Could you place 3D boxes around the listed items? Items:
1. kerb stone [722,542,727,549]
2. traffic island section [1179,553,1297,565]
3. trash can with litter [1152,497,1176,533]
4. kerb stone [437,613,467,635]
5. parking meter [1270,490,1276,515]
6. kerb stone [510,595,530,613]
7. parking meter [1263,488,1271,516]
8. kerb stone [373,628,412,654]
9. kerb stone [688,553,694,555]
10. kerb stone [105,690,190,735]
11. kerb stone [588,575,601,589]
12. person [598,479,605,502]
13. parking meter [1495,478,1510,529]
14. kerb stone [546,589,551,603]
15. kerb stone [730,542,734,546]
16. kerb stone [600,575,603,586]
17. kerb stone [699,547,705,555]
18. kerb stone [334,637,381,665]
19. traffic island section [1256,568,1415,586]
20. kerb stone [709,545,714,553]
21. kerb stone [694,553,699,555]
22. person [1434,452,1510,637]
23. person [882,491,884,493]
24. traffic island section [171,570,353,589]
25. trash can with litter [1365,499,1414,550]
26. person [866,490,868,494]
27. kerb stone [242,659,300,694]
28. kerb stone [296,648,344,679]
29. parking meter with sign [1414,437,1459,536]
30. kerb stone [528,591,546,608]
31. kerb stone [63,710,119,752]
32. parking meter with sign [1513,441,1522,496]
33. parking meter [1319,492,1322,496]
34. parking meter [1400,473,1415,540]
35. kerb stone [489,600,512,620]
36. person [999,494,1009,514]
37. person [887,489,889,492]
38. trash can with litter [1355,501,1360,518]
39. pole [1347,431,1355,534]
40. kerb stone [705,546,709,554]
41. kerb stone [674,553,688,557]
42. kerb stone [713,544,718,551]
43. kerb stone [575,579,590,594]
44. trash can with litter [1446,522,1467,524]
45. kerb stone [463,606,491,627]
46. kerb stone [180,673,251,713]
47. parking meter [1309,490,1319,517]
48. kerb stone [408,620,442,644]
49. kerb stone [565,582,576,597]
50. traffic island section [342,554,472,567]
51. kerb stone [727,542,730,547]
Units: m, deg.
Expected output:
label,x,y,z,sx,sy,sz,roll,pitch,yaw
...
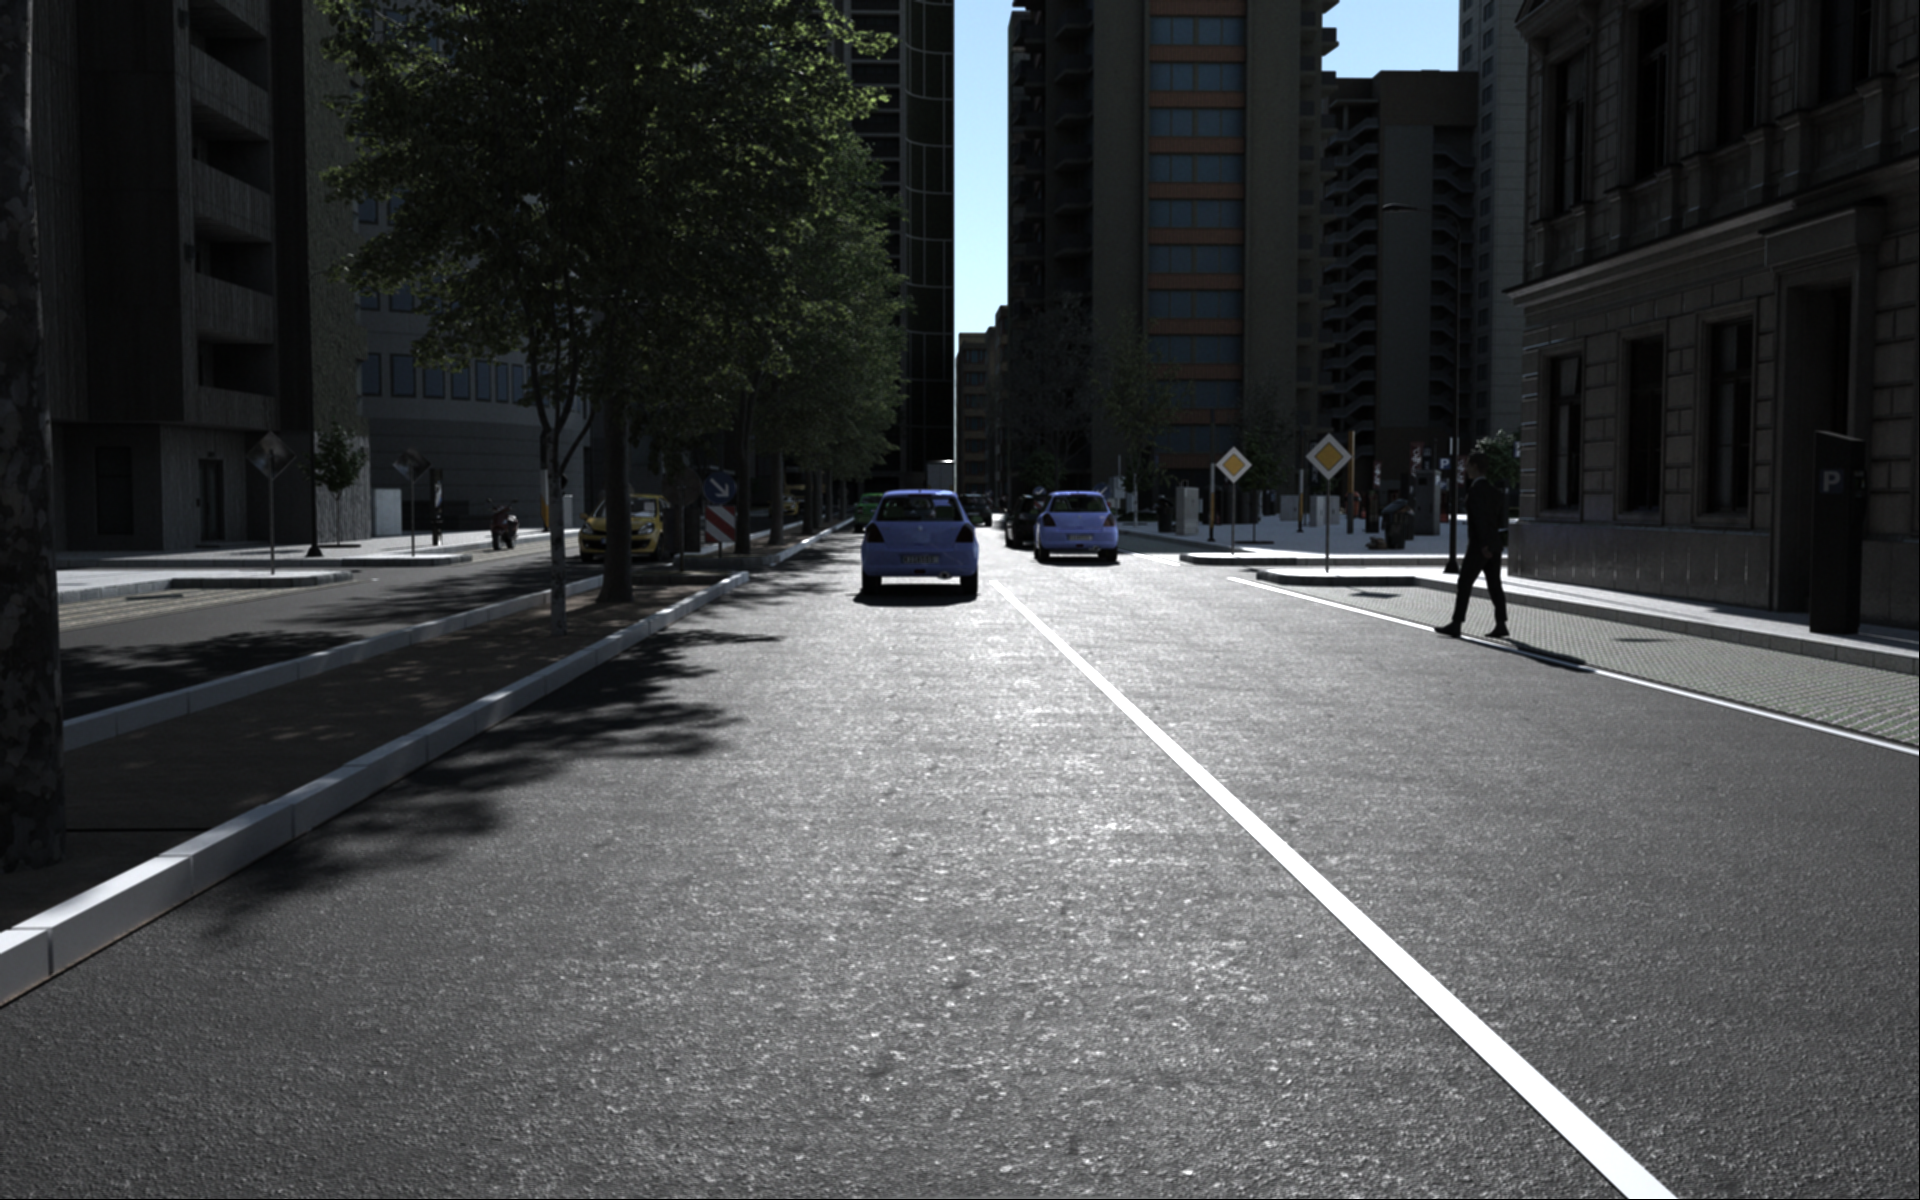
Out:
label,x,y,z,sx,sy,sz,roll,pitch,yaw
kerb stone,-6.241,-1.393,45.031,0.120,0.150,1.000,0,4,-2
traffic island section,5.720,-0.851,36.197,2.009,0.180,2.903,0,4,-2
trash can with litter,6.968,-2.835,57.746,1.055,1.170,0.624,-3,5,-40
kerb stone,-5.295,0.265,17.870,0.120,0.150,1.000,0,4,-2
parking meter,18.926,-5.896,104.804,0.372,1.533,0.369,0,3,0
kerb stone,-5.403,0.076,20.953,0.120,0.150,1.000,0,4,-2
parking meter,18.083,-5.889,101.998,0.399,1.863,0.255,-1,4,-22
kerb stone,-5.229,0.390,15.827,0.120,0.150,1.000,0,4,-2
kerb stone,-5.996,-0.948,37.867,0.120,0.150,1.000,0,4,-2
kerb stone,-5.046,0.702,10.711,0.120,0.150,1.000,0,4,-2
kerb stone,-5.585,-0.237,26.077,0.120,0.150,1.000,0,4,-2
person,-8.567,-2.051,42.135,0.767,1.812,0.694,0,4,-5
parking meter,20.013,-3.551,63.770,0.399,1.863,0.255,-3,4,-37
kerb stone,-5.462,-0.046,22.997,0.120,0.150,1.000,0,4,-2
kerb stone,-6.308,-1.517,47.080,0.120,0.150,1.000,0,4,-2
kerb stone,-5.617,-0.300,27.101,0.120,0.150,1.000,0,4,-2
kerb stone,-6.065,-1.084,39.920,0.120,0.150,1.000,0,4,-2
kerb stone,-5.187,0.452,14.804,0.120,0.150,1.000,0,4,-2
traffic island section,5.999,-0.363,28.217,2.009,0.180,2.903,0,4,-2
kerb stone,-6.133,-1.206,41.966,0.120,0.150,1.000,0,4,-2
kerb stone,-6.029,-1.017,38.898,0.120,0.150,1.000,0,4,-2
person,5.129,-0.550,17.264,0.659,1.850,0.755,-3,5,-42
person,-7.991,-10.376,178.860,1.217,1.743,0.721,-1,4,-19
traffic island section,-10.983,-0.327,27.630,2.009,0.180,2.903,0,4,-2
trash can with litter,9.936,-1.755,40.084,1.055,1.170,0.624,-2,4,-31
person,-9.947,-10.866,186.182,1.348,1.821,0.705,1,4,15
kerb stone,-5.114,0.578,12.754,0.120,0.150,1.000,0,4,-2
kerb stone,-5.148,0.520,13.783,0.120,0.150,1.000,0,4,-2
parking meter with sign,14.538,-3.519,53.802,1.738,3.016,0.543,3,5,44
kerb stone,-5.443,0.014,21.974,0.120,0.150,1.000,0,4,-2
kerb stone,-5.006,0.765,9.683,0.120,0.150,1.000,0,4,-2
parking meter with sign,18.521,-3.674,56.328,0.543,3.016,1.738,0,4,-1
parking meter,22.385,-6.241,107.755,0.255,1.863,0.399,2,4,23
parking meter,12.433,-2.595,48.135,0.255,1.863,0.399,3,5,44
kerb stone,-5.360,0.139,19.918,0.120,0.150,1.000,0,4,-2
person,3.167,-6.886,124.271,0.799,1.438,0.628,0,4,7
person,-5.928,-8.107,140.911,0.709,1.838,0.599,3,4,36
trash can with litter,21.475,-5.002,93.164,0.624,1.170,1.055,-3,5,-41
pole,12.622,-3.798,55.939,0.158,3.312,0.155,0,3,0
kerb stone,-6.102,-1.147,40.942,0.120,0.150,1.000,0,4,-2
kerb stone,-5.964,-0.895,36.834,0.120,0.150,1.000,0,4,-2
kerb stone,-6.173,-1.272,42.987,0.120,0.150,1.000,0,4,-2
kerb stone,-5.547,-0.175,25.056,0.120,0.150,1.000,0,4,-2
trash can with litter,21.856,-3.858,74.136,2.233,1.210,1.678,0,4,1
kerb stone,-5.327,0.202,18.892,0.120,0.150,1.000,0,4,-2
kerb stone,-5.072,0.640,11.733,0.120,0.150,1.000,0,4,-2
parking meter,19.424,-5.481,95.330,0.255,1.863,0.399,2,4,35
kerb stone,-5.258,0.328,16.849,0.120,0.150,1.000,0,4,-2
kerb stone,-5.510,-0.110,24.022,0.120,0.150,1.000,0,4,-2
traffic island section,-11.262,-0.815,35.610,2.009,0.180,2.903,0,4,-2
kerb stone,-6.286,-1.455,46.052,0.120,0.150,1.000,0,4,-2
